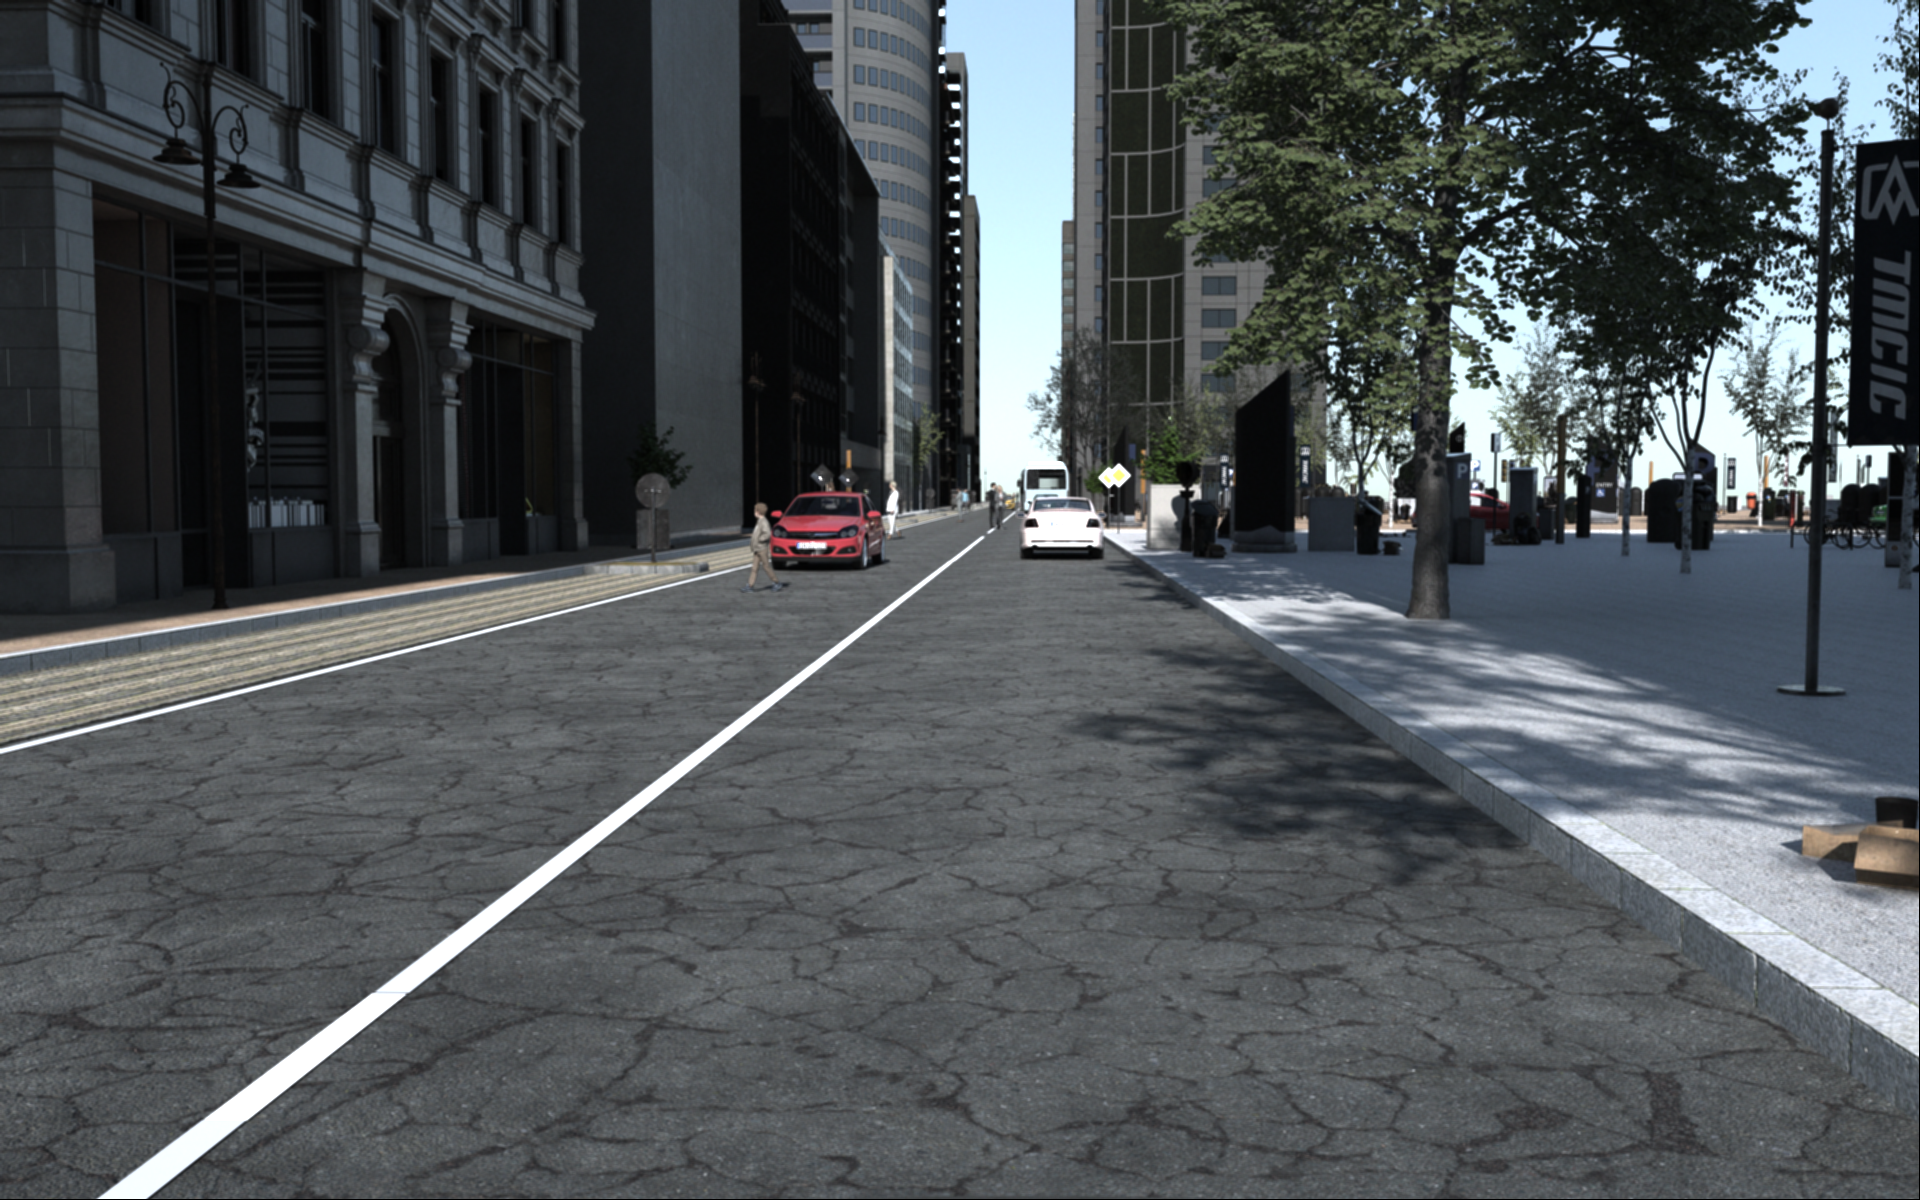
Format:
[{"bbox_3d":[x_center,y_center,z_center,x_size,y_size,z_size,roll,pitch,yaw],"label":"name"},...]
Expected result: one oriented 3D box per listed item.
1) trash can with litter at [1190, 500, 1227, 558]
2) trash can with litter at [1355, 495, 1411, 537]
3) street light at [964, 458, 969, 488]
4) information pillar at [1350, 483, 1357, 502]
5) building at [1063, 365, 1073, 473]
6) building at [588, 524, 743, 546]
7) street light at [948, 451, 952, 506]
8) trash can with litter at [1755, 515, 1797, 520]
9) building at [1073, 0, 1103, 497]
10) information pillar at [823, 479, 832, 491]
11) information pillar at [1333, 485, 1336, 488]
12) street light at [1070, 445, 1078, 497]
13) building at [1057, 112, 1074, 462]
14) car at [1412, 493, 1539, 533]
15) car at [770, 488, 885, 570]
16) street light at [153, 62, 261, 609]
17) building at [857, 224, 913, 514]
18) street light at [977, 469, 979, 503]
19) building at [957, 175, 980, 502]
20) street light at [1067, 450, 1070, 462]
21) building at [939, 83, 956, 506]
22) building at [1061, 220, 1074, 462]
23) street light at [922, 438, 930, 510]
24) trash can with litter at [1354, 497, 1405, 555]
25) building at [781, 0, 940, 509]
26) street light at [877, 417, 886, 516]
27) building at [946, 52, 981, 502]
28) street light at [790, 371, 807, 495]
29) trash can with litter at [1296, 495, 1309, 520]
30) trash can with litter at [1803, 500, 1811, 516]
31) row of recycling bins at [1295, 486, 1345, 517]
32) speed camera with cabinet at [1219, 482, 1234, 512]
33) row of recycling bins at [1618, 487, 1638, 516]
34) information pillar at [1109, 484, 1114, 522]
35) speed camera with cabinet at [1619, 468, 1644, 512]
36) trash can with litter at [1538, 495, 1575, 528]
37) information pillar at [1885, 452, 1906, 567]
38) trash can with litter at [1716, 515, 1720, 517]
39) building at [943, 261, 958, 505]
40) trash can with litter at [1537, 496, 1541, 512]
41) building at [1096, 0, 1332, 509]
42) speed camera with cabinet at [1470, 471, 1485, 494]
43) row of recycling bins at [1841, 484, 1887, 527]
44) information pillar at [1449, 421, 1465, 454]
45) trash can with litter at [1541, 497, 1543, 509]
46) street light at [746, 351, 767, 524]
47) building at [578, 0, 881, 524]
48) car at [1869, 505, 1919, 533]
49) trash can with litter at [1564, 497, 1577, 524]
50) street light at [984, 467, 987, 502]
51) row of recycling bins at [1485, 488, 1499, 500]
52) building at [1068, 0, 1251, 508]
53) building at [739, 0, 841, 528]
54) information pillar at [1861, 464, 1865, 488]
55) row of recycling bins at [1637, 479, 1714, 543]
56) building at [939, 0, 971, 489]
[{"bbox_3d":[5.082,-1.445,35.015,0.624,1.170,1.055,-1,4,-19],"label":"trash can with litter"},{"bbox_3d":[12.674,-2.505,52.007,2.233,1.210,1.678,1,4,22],"label":"trash can with litter"},{"bbox_3d":[1.033,-15.407,224.699,0.468,5.910,1.993,0,4,3],"label":"street light"},{"bbox_3d":[26.937,-6.978,118.578,0.304,2.012,0.304,-2,4,-31],"label":"information pillar"},{"bbox_3d":[28.328,-24.077,238.693,27.650,21.520,28.899,0,4,3],"label":"building"},{"bbox_3d":[-22.058,-14.109,49.753,30.058,24.678,14.314,0,4,3],"label":"building"},{"bbox_3d":[-1.036,-12.598,178.764,0.468,5.910,1.993,0,4,3],"label":"street light"},{"bbox_3d":[40.885,-4.642,86.951,1.678,1.210,2.233,-3,4,-38],"label":"trash can with litter"},{"bbox_3d":[22.304,-38.978,179.291,21.231,58.520,28.212,0,4,3],"label":"building"},{"bbox_3d":[-5.514,-4.125,71.932,0.304,2.012,0.304,-3,5,-44],"label":"information pillar"},{"bbox_3d":[29.880,-8.165,137.990,0.304,2.012,0.304,3,5,43],"label":"information pillar"},{"bbox_3d":[9.492,-10.350,142.007,0.468,5.910,1.993,0,4,3],"label":"street light"},{"bbox_3d":[27.229,-59.233,281.132,22.319,86.520,31.000,0,4,3],"label":"building"},{"bbox_3d":[18.070,-3.138,60.350,4.494,1.783,2.155,0,4,2],"label":"car"},{"bbox_3d":[-2.561,-1.528,34.028,2.155,1.783,4.494,0,4,5],"label":"car"},{"bbox_3d":[-8.263,-2.837,19.167,0.468,5.910,1.993,0,4,3],"label":"street light"},{"bbox_3d":[-9.071,-16.192,119.490,10.420,20.320,16.860,0,4,3],"label":"building"},{"bbox_3d":[2.746,-17.675,261.765,0.468,5.910,1.993,0,4,3],"label":"street light"},{"bbox_3d":[-7.953,-39.277,265.877,21.300,48.544,21.600,0,4,3],"label":"building"},{"bbox_3d":[11.262,-12.599,178.780,0.468,5.910,1.993,0,4,3],"label":"street light"},{"bbox_3d":[-11.808,-32.280,182.404,22.147,44.769,28.867,0,4,3],"label":"building"},{"bbox_3d":[22.230,-35.244,259.841,14.154,41.232,14.086,0,4,3],"label":"building"},{"bbox_3d":[-2.627,-10.331,141.697,0.468,5.910,1.993,0,4,3],"label":"street light"},{"bbox_3d":[8.902,-1.551,36.744,1.055,1.170,0.624,2,4,28],"label":"trash can with litter"},{"bbox_3d":[-13.101,-37.402,153.527,21.231,58.520,28.212,0,4,3],"label":"building"},{"bbox_3d":[-4.591,-7.893,101.836,0.468,5.910,1.993,0,4,3],"label":"street light"},{"bbox_3d":[-6.845,-51.864,286.223,20.563,71.187,20.611,0,4,3],"label":"building"},{"bbox_3d":[-6.067,-5.650,65.159,0.468,5.910,1.993,0,4,3],"label":"street light"},{"bbox_3d":[17.787,-4.671,87.432,2.233,1.210,1.678,-2,4,-35],"label":"trash can with litter"},{"bbox_3d":[50.091,-5.544,102.027,0.624,1.170,1.055,-3,5,-39],"label":"trash can with litter"},{"bbox_3d":[19.565,-5.368,94.884,1.069,1.692,3.534,-3,5,-40],"label":"row of recycling bins"},{"bbox_3d":[19.562,-7.982,124.845,0.660,3.252,2.038,-2,4,-32],"label":"speed camera with cabinet"},{"bbox_3d":[39.359,-5.810,102.104,3.534,1.692,1.069,1,4,15],"label":"row of recycling bins"},{"bbox_3d":[6.410,-4.173,72.715,0.304,2.012,0.304,1,4,9],"label":"information pillar"},{"bbox_3d":[48.594,-8.032,125.652,2.038,3.252,0.660,1,4,20],"label":"speed camera with cabinet"},{"bbox_3d":[22.407,-3.390,66.482,2.233,1.210,1.678,2,4,27],"label":"trash can with litter"},{"bbox_3d":[16.426,-1.582,30.352,0.304,2.012,0.304,3,4,36],"label":"information pillar"},{"bbox_3d":[41.754,-5.261,97.073,2.233,1.210,1.678,-2,4,-25],"label":"trash can with litter"},{"bbox_3d":[-7.588,-26.448,204.119,14.160,30.474,14.107,0,4,3],"label":"building"},{"bbox_3d":[36.409,-5.964,108.904,0.624,1.170,1.055,2,4,32],"label":"trash can with litter"},{"bbox_3d":[21.116,-43.811,154.567,20.563,71.187,20.611,0,4,3],"label":"building"},{"bbox_3d":[30.435,-6.686,103.647,2.038,3.252,0.660,-2,4,-26],"label":"speed camera with cabinet"},{"bbox_3d":[36.244,-3.726,68.028,1.069,1.692,3.534,-2,4,-26],"label":"row of recycling bins"},{"bbox_3d":[16.033,-3.946,55.878,0.504,3.616,0.183,2,4,28],"label":"information pillar"},{"bbox_3d":[27.636,-4.226,80.476,0.624,1.170,1.055,3,5,41],"label":"trash can with litter"},{"bbox_3d":[-6.583,-5.101,56.184,0.468,5.910,1.993,0,4,3],"label":"street light"},{"bbox_3d":[-12.750,-16.932,95.909,14.314,24.678,30.058,0,4,3],"label":"building"},{"bbox_3d":[33.187,-3.019,58.161,4.718,1.807,1.959,0,4,2],"label":"car"},{"bbox_3d":[25.903,-3.812,73.716,1.055,1.170,0.624,-3,5,-40],"label":"trash can with litter"},{"bbox_3d":[4.388,-19.917,298.434,0.468,5.910,1.993,0,4,3],"label":"street light"},{"bbox_3d":[35.723,-6.826,118.725,1.069,1.692,3.534,-1,4,-16],"label":"row of recycling bins"},{"bbox_3d":[22.102,-46.792,203.304,20.563,71.187,20.611,0,4,3],"label":"building"},{"bbox_3d":[-12.055,-14.838,72.281,12.332,23.373,15.834,0,4,3],"label":"building"},{"bbox_3d":[69.627,-8.699,133.583,0.504,3.616,0.183,-3,5,-44],"label":"information pillar"},{"bbox_3d":[19.625,-2.440,47.007,1.069,1.692,3.534,3,5,40],"label":"row of recycling bins"},{"bbox_3d":[-9.413,-56.596,238.023,22.319,86.520,31.000,0,4,3],"label":"building"}]
